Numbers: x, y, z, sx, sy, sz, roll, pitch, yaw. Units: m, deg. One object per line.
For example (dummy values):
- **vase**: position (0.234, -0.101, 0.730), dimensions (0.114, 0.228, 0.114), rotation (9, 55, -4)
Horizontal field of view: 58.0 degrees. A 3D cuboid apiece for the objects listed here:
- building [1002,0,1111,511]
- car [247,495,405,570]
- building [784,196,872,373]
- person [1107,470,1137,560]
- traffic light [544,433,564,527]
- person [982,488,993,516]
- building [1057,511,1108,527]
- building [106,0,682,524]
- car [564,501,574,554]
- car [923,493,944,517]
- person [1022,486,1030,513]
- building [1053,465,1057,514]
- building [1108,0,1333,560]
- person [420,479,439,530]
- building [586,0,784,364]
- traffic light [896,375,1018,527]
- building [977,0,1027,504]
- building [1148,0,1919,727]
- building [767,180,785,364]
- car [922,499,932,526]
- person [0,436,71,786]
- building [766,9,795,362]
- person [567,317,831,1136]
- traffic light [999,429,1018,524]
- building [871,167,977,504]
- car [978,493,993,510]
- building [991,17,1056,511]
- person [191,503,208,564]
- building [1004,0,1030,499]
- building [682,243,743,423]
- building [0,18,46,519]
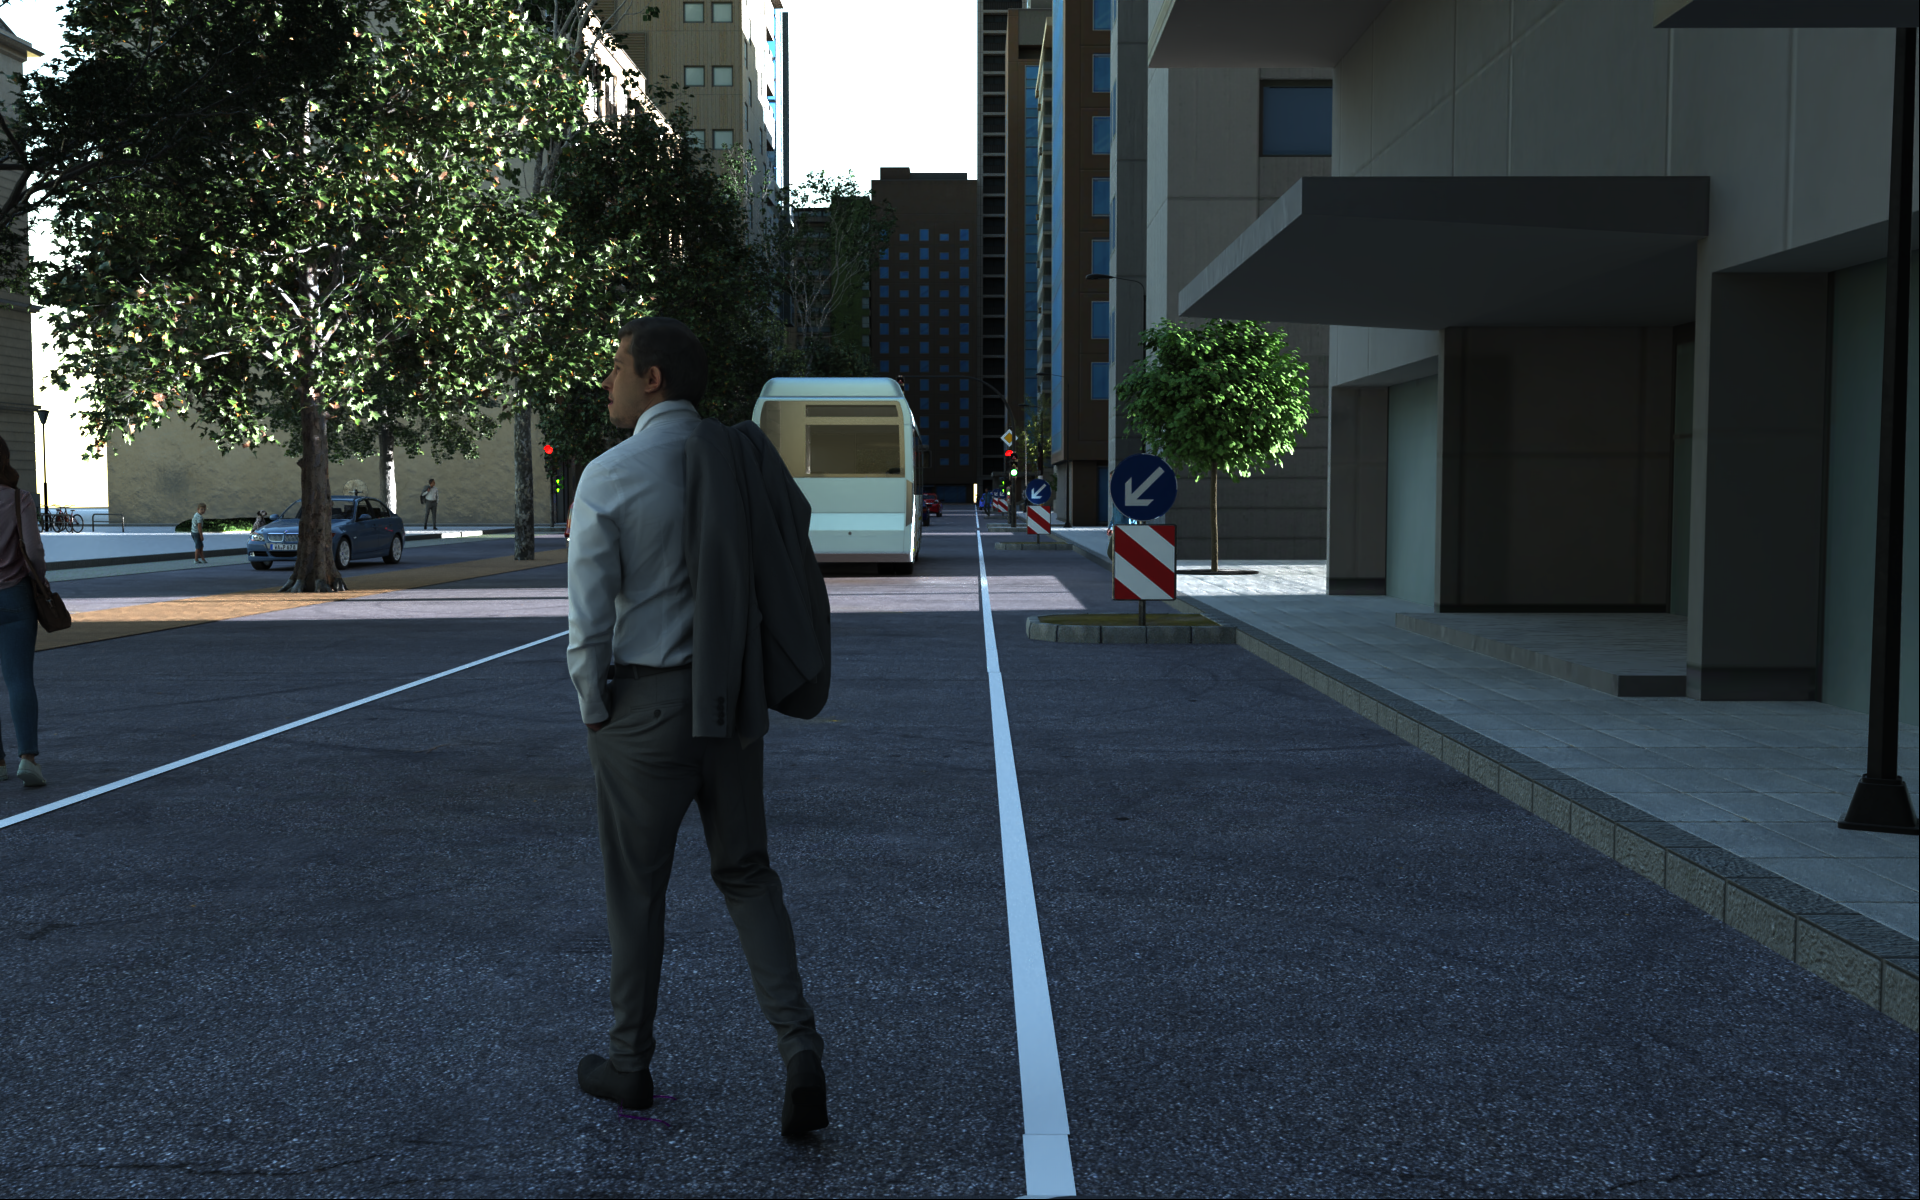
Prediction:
- **building**: position (11.135, -31.090, 158.425), dimensions (14.600, 45.320, 14.200), rotation (0, 4, 0)
- **car**: position (-12.461, -1.365, 34.318), dimensions (2.014, 1.417, 4.499), rotation (0, 4, 2)
- **building**: position (-18.900, -34.029, 239.965), dimensions (14.086, 41.232, 14.154), rotation (0, 4, 0)
- **person**: position (2.395, -1.013, 25.402), dimensions (0.444, 1.785, 0.601), rotation (-1, 4, -9)
- **traffic light**: position (-15.721, -4.757, 66.699), dimensions (0.839, 4.253, 0.868), rotation (0, 4, 0)
- **person**: position (1.665, -5.830, 104.161), dimensions (0.601, 1.785, 0.444), rotation (3, 4, 38)
- **building**: position (11.459, -26.137, 77.456), dimensions (14.200, 45.320, 14.600), rotation (0, 4, 0)
- **building**: position (-27.005, -17.512, 90.843), dimensions (19.350, 26.468, 34.151), rotation (0, 4, 0)
- **car**: position (-6.142, -1.524, 33.593), dimensions (2.281, 1.827, 5.304), rotation (0, 4, 2)
- **car**: position (-2.077, -6.127, 109.220), dimensions (2.155, 1.783, 4.494), rotation (0, 4, 2)
- **person**: position (4.456, -6.676, 115.035), dimensions (0.661, 1.843, 0.795), rotation (0, 4, 0)
- **building**: position (20.097, -15.800, 103.366), dimensions (27.650, 21.520, 28.899), rotation (0, 4, 0)
- **building**: position (14.602, -30.819, 45.894), dimensions (21.231, 58.520, 28.212), rotation (0, 4, 0)
- **person**: position (-19.154, -3.450, 62.551), dimensions (0.679, 1.850, 0.850), rotation (-3, 5, -40)
- **building**: position (-32.027, -35.088, 162.920), dimensions (28.713, 52.752, 27.495), rotation (0, 4, 0)
- **traffic light**: position (-0.053, -5.613, 66.445), dimensions (4.771, 5.953, 1.251), rotation (0, 4, 0)
- **building**: position (12.675, -49.164, 242.084), dimensions (20.611, 71.187, 20.563), rotation (0, 4, 0)
- **building**: position (15.654, -25.626, 8.232), dimensions (28.713, 52.752, 27.495), rotation (0, 4, 0)
- **building**: position (-32.663, -30.414, 189.149), dimensions (32.217, 40.220, 23.993), rotation (0, 4, 0)
- **car**: position (-2.243, -4.019, 78.289), dimensions (1.945, 1.354, 3.894), rotation (0, 4, 0)
- **person**: position (-4.729, 0.033, 8.547), dimensions (0.593, 1.750, 0.643), rotation (-1, 4, -18)
- **building**: position (-32.772, -55.097, 213.511), dimensions (31.000, 86.520, 22.319), rotation (0, 4, 0)
- **person**: position (-0.584, 0.285, 3.949), dimensions (0.679, 1.850, 0.850), rotation (-3, 5, -42)
- **traffic light**: position (2.105, -5.238, 74.554), dimensions (0.839, 4.253, 0.868), rotation (0, 4, 0)
- **building**: position (-4.755, -36.080, 240.022), dimensions (14.200, 45.320, 14.600), rotation (0, 4, 0)
- **car**: position (2.583, -8.884, 154.849), dimensions (1.945, 1.707, 3.694), rotation (0, 4, -1)
- **building**: position (18.673, -27.236, 137.189), dimensions (32.217, 40.220, 23.993), rotation (0, 4, 0)
- **person**: position (-15.621, -1.370, 35.578), dimensions (0.352, 1.250, 0.332), rotation (0, 4, 5)
- **building**: position (16.362, -53.888, 193.743), dimensions (22.319, 86.520, 31.000), rotation (0, 4, 0)
- **building**: position (-24.350, -18.612, 123.370), dimensions (14.314, 24.678, 30.058), rotation (0, 4, 0)
- **building**: position (-58.080, -17.963, 81.077), dimensions (23.554, 28.519, 14.401), rotation (0, 4, 0)
